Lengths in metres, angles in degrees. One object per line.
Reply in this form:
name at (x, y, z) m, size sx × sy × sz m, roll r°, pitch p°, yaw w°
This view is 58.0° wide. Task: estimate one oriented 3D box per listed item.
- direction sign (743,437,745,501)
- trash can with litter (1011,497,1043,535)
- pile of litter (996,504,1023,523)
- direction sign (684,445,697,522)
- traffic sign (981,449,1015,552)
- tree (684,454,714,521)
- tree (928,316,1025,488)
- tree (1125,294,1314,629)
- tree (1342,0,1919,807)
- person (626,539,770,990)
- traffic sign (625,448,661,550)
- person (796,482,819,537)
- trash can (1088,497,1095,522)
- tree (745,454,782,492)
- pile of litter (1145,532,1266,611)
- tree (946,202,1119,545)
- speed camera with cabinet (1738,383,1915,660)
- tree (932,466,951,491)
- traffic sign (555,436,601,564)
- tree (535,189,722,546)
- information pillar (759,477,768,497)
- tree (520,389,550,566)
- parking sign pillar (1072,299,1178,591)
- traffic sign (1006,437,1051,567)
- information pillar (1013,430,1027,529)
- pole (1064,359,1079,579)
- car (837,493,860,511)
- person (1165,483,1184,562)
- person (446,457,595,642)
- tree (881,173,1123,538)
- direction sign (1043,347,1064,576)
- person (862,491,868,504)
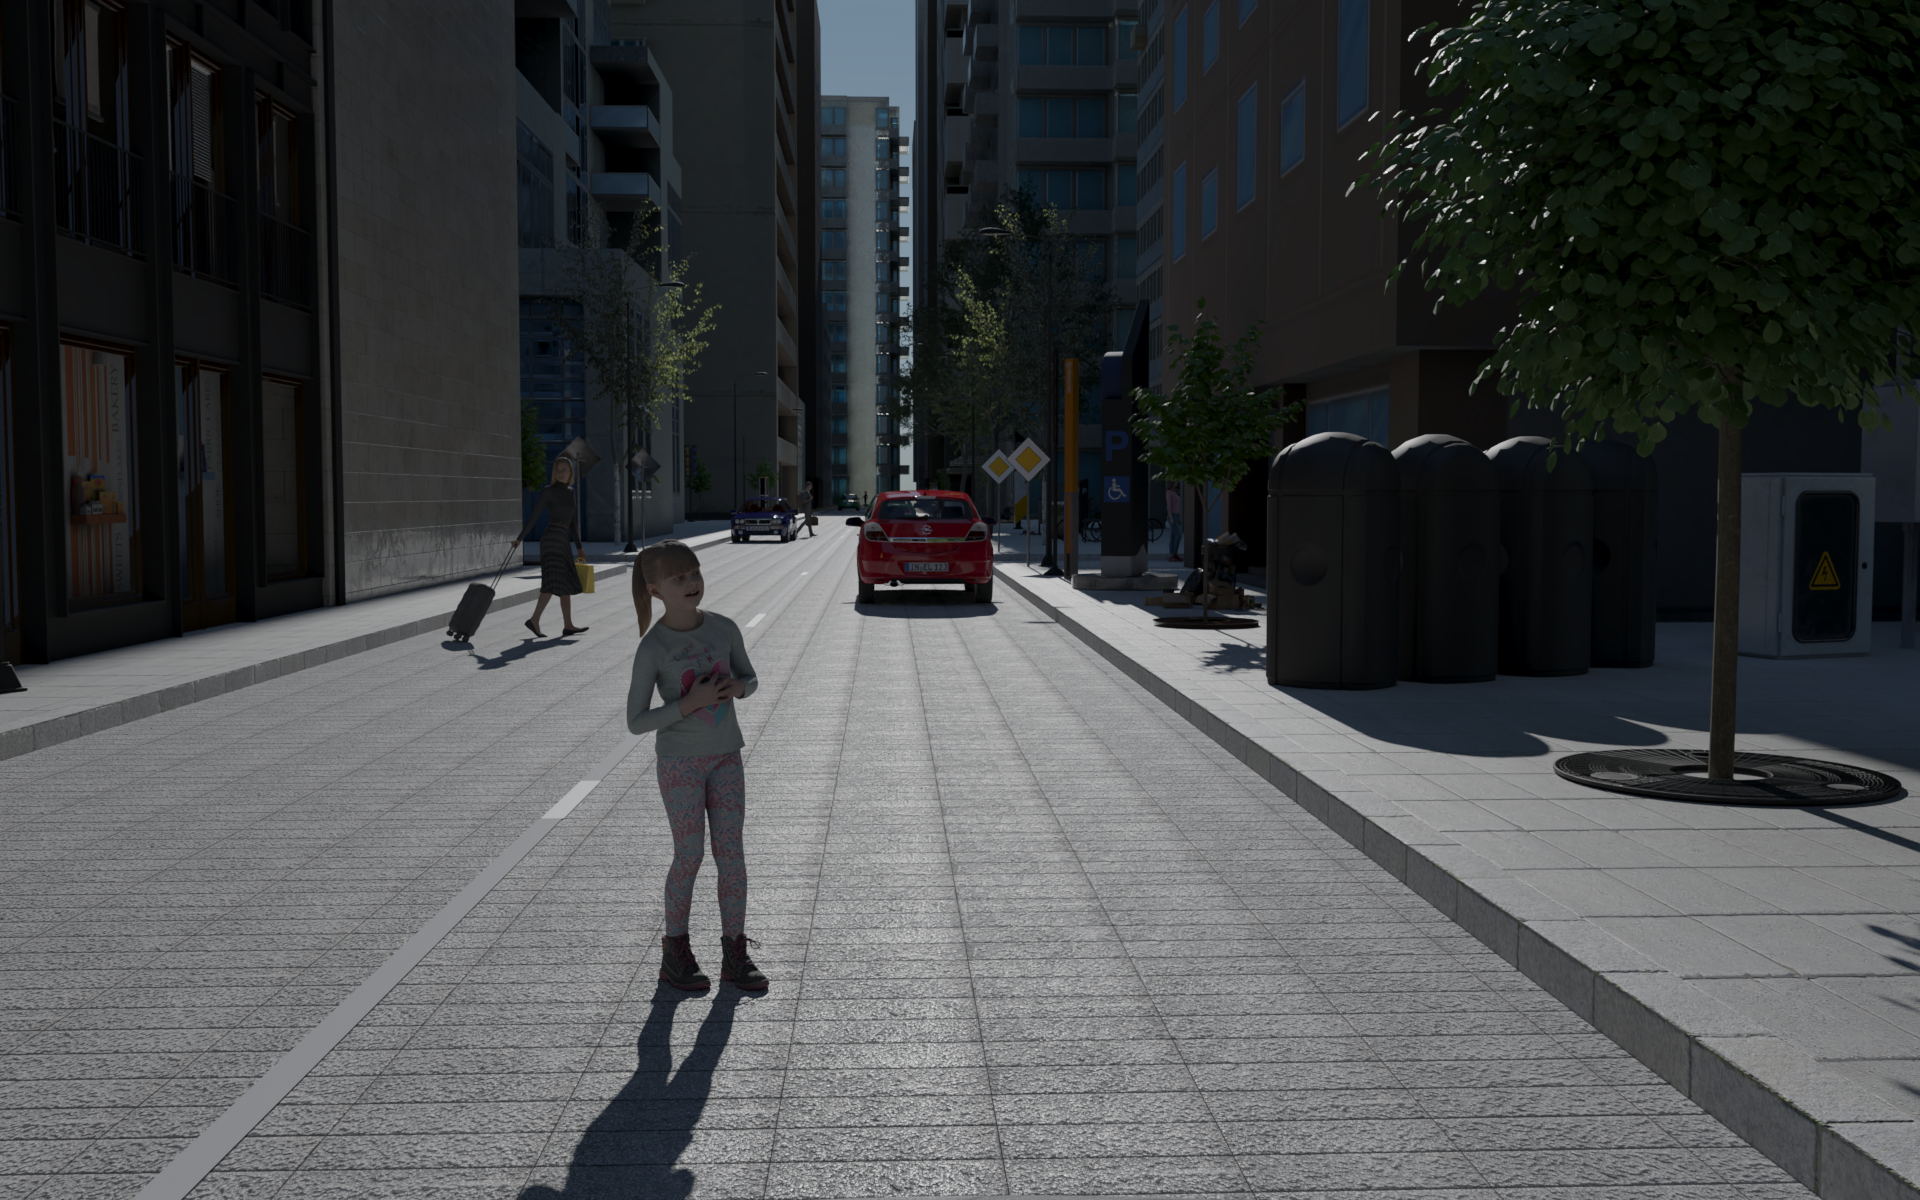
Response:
direction sign at (-8.652, -4.737, 69.452) m, size 0.379 × 3.537 × 0.876 m, roll 0°, pitch 4°, yaw -4°
trash can with litter at (2.490, -2.650, 54.390) m, size 1.678 × 1.210 × 2.233 m, roll -2°, pitch 4°, yaw -35°
pile of litter at (2.105, -3.795, 76.011) m, size 1.719 × 0.858 × 1.176 m, roll 2°, pitch 4°, yaw 28°
direction sign at (-12.396, -5.363, 79.676) m, size 0.379 × 3.537 × 0.876 m, roll 2°, pitch 4°, yaw 30°
traffic sign at (0.861, -2.129, 38.446) m, size 0.795 × 2.450 × 0.064 m, roll 0°, pitch 4°, yaw -2°
tree at (-12.653, -5.420, 83.213) m, size 1.663 × 3.219 × 1.824 m, roll 0°, pitch 3°, yaw 0°
tree at (0.900, -7.239, 68.715) m, size 4.737 × 8.622 × 4.395 m, roll 0°, pitch 3°, yaw 0°
tree at (2.352, -1.368, 16.968) m, size 1.663 × 3.219 × 1.824 m, roll 0°, pitch 3°, yaw 0°
tree at (3.366, -1.469, 7.726) m, size 4.285 × 4.588 × 4.351 m, roll 0°, pitch 3°, yaw 0°
person at (-0.739, 0.473, 5.040) m, size 0.394 × 1.301 × 0.425 m, roll 3°, pitch 4°, yaw 37°
traffic sign at (-6.977, -2.110, 38.135) m, size 0.795 × 2.450 × 0.064 m, roll 0°, pitch 4°, yaw -2°
person at (-5.128, -3.014, 57.743) m, size 0.822 × 1.834 × 0.622 m, roll 0°, pitch 4°, yaw -5°
trash can at (5.669, -4.037, 77.659) m, size 0.748 × 1.137 × 0.748 m, roll 0°, pitch 3°, yaw 0°
tree at (-9.508, -5.398, 82.856) m, size 1.663 × 3.219 × 1.824 m, roll 0°, pitch 3°, yaw 0°
pile of litter at (2.804, -0.345, 19.612) m, size 1.176 × 0.858 × 1.719 m, roll -1°, pitch 4°, yaw -23°
tree at (1.887, -5.664, 42.969) m, size 4.360 × 8.622 × 3.978 m, roll 0°, pitch 3°, yaw 0°
speed camera with cabinet at (7.158, -1.193, 13.847) m, size 2.038 × 3.252 × 0.660 m, roll -1°, pitch 4°, yaw -20°
tree at (-1.034, -7.501, 117.238) m, size 1.663 × 3.219 × 1.824 m, roll 0°, pitch 3°, yaw 0°
traffic sign at (-6.637, -1.622, 30.157) m, size 0.795 × 2.450 × 0.064 m, roll 0°, pitch 4°, yaw -2°
tree at (-8.267, -5.651, 42.756) m, size 4.360 × 8.622 × 3.978 m, roll 0°, pitch 3°, yaw 0°
information pillar at (-8.415, -4.268, 74.279) m, size 0.304 × 2.012 × 0.304 m, roll 1°, pitch 4°, yaw 13°
tree at (-7.907, -2.253, 31.434) m, size 1.663 × 3.219 × 1.824 m, roll 0°, pitch 3°, yaw 0°
parking sign pillar at (2.246, -2.142, 23.496) m, size 1.447 × 3.967 × 1.447 m, roll 1°, pitch 4°, yaw 16°
traffic sign at (1.201, -1.641, 30.469) m, size 0.795 × 2.450 × 0.064 m, roll 0°, pitch 4°, yaw -2°
information pillar at (2.213, -4.390, 63.127) m, size 0.504 × 3.616 × 0.183 m, roll -1°, pitch 4°, yaw -11°
pole at (1.687, -1.979, 26.201) m, size 0.158 × 3.312 × 0.155 m, roll 0°, pitch 3°, yaw 0°
car at (-9.471, -8.496, 147.707) m, size 1.959 × 1.807 × 4.718 m, roll 0°, pitch 4°, yaw -1°
person at (4.508, -1.711, 36.482) m, size 0.388 × 1.821 × 0.555 m, roll 1°, pitch 4°, yaw 14°
person at (-4.362, -0.524, 17.278) m, size 1.509 × 1.804 × 0.699 m, roll -2°, pitch 4°, yaw -30°
tree at (1.134, -7.086, 50.271) m, size 7.601 × 10.594 × 8.767 m, roll 1°, pitch 4°, yaw 18°
direction sign at (1.501, -2.155, 27.225) m, size 0.379 × 3.537 × 0.876 m, roll 0°, pitch 4°, yaw 7°
person at (-9.764, -10.297, 177.681) m, size 0.721 × 1.723 × 1.217 m, roll 2°, pitch 4°, yaw 25°
